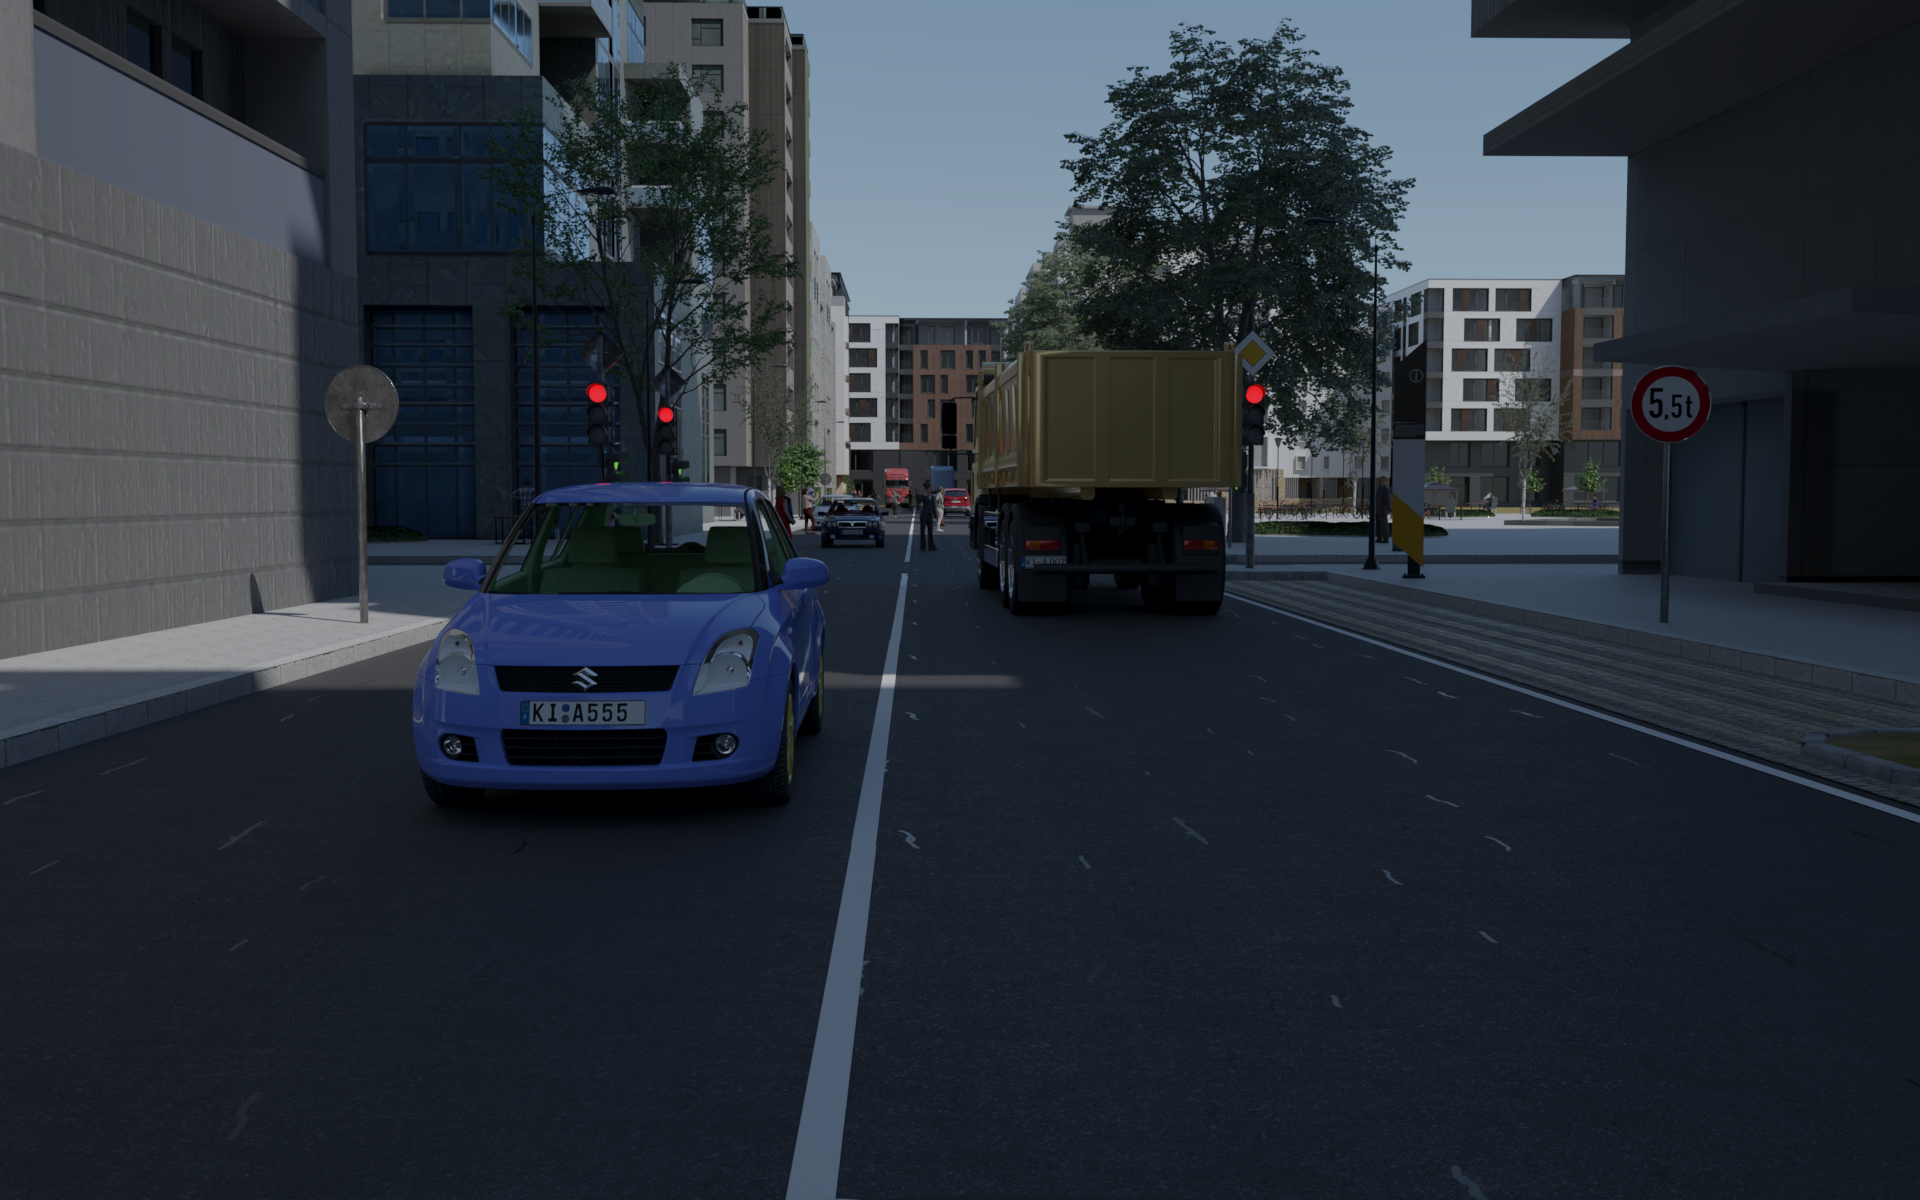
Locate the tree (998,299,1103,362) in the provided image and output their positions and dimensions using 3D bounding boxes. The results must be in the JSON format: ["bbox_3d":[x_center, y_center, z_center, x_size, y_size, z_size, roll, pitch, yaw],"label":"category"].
[{"bbox_3d":[5.540,-11.096,98.435,9.611,12.733,9.660,0,3,0],"label":"tree"}]

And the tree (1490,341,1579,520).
[{"bbox_3d":[27.792,-8.204,84.492,4.360,8.622,3.978,0,3,0],"label":"tree"}]

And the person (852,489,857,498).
[{"bbox_3d":[-10.298,-9.803,167.033,0.721,1.735,1.217,-3,4,-36],"label":"person"}]

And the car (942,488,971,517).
[{"bbox_3d":[-0.339,-6.246,110.795,2.281,1.827,5.304,0,4,-2],"label":"car"}]

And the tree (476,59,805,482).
[{"bbox_3d":[-7.681,-7.159,42.813,9.928,11.665,9.643,0,3,0],"label":"tree"}]

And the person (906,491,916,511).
[{"bbox_3d":[-4.216,-8.508,148.427,0.721,1.723,1.217,-3,5,-44],"label":"person"}]

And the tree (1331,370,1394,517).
[{"bbox_3d":[22.314,-8.963,96.909,4.360,8.622,3.978,0,3,0],"label":"tree"}]

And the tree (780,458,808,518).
[{"bbox_3d":[-9.159,-5.960,92.046,1.663,3.219,1.824,0,3,0],"label":"tree"}]

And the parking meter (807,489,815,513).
[{"bbox_3d":[-7.601,-4.893,88.414,0.372,1.533,0.369,0,3,0],"label":"parking meter"}]

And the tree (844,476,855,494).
[{"bbox_3d":[-10.454,-10.046,158.855,1.663,3.219,1.824,0,3,0],"label":"tree"}]

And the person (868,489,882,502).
[{"bbox_3d":[-7.054,-8.163,141.985,1.348,1.822,0.705,-1,4,-15],"label":"person"}]

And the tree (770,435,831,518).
[{"bbox_3d":[-8.766,-6.827,95.328,4.285,4.588,4.351,0,3,0],"label":"tree"}]

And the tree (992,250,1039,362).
[{"bbox_3d":[6.035,-10.683,81.330,9.857,13.997,8.962,0,3,0],"label":"tree"}]

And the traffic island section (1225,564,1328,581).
[{"bbox_3d":[5.035,-0.469,29.948,2.009,0.180,2.903,0,4,-1],"label":"traffic island section"}]

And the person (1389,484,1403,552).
[{"bbox_3d":[9.841,-1.994,38.767,0.598,1.807,0.434,-3,5,-44],"label":"person"}]

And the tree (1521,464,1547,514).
[{"bbox_3d":[36.885,-7.196,112.253,1.663,3.219,1.824,0,3,0],"label":"tree"}]

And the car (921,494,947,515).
[{"bbox_3d":[-1.731,-6.575,117.284,2.009,1.686,4.222,0,4,-2],"label":"car"}]

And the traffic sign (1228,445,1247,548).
[{"bbox_3d":[6.443,-2.519,41.291,0.768,2.556,0.104,0,4,6],"label":"traffic sign"}]

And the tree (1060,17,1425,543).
[{"bbox_3d":[7.316,-8.508,45.755,9.857,13.997,8.962,0,3,0],"label":"tree"}]

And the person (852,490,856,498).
[{"bbox_3d":[-10.412,-9.947,169.475,0.742,1.727,0.445,3,4,38],"label":"person"}]

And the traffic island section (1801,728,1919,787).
[{"bbox_3d":[5.554,0.848,9.004,1.991,0.108,1.994,0,4,-1],"label":"traffic island section"}]

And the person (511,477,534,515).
[{"bbox_3d":[-11.606,-2.430,46.490,0.841,1.734,0.376,1,4,21],"label":"person"}]

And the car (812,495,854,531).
[{"bbox_3d":[-4.856,-3.453,68.456,2.014,1.417,4.499,0,4,-1],"label":"car"}]

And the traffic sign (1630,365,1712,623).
[{"bbox_3d":[7.029,-1.046,17.210,0.768,2.556,0.104,0,4,7],"label":"traffic sign"}]

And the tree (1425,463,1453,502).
[{"bbox_3d":[29.103,-6.836,106.370,1.663,3.219,1.824,0,3,0],"label":"tree"}]

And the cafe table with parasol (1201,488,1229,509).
[{"bbox_3d":[16.131,-6.361,108.862,2.610,1.966,2.610,-2,4,-29],"label":"cafe table with parasol"}]

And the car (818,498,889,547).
[{"bbox_3d":[-2.929,-2.156,47.833,1.945,1.354,3.894,0,4,-2],"label":"car"}]

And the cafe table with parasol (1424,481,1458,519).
[{"bbox_3d":[24.832,-5.253,90.753,2.610,1.966,2.610,-3,4,-36],"label":"cafe table with parasol"}]

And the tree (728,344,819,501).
[{"bbox_3d":[-8.853,-8.071,82.330,4.360,8.622,3.978,0,3,0],"label":"tree"}]

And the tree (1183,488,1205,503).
[{"bbox_3d":[13.865,-7.316,103.326,4.285,4.588,4.351,0,3,0],"label":"tree"}]

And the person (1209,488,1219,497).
[{"bbox_3d":[10.603,-3.912,72.223,0.590,1.554,0.614,3,5,42],"label":"person"}]

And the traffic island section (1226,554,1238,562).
[{"bbox_3d":[4.837,-0.957,37.931,2.009,0.180,2.903,0,4,-1],"label":"traffic island section"}]

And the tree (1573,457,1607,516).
[{"bbox_3d":[32.170,-5.721,88.141,1.663,3.219,1.824,0,3,0],"label":"tree"}]

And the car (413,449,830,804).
[{"bbox_3d":[-1.633,0.029,9.124,1.945,1.707,3.694,0,4,-1],"label":"car"}]

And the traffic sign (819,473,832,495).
[{"bbox_3d":[-8.060,-6.335,103.683,0.768,2.556,0.104,0,3,0],"label":"traffic sign"}]

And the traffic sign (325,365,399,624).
[{"bbox_3d":[-5.915,-1.040,17.118,0.768,2.556,0.104,0,4,8],"label":"traffic sign"}]

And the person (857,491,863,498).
[{"bbox_3d":[-9.989,-10.115,172.898,0.593,1.643,0.415,0,4,3],"label":"person"}]

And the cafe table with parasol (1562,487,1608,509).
[{"bbox_3d":[36.124,-5.827,100.138,2.610,1.966,2.610,-3,5,-40],"label":"cafe table with parasol"}]

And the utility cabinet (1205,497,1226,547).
[{"bbox_3d":[6.211,-1.890,42.060,0.306,1.237,1.020,0,4,-5],"label":"utility cabinet"}]

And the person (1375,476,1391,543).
[{"bbox_3d":[10.998,-2.364,45.254,0.434,1.755,0.990,-1,4,-9],"label":"person"}]

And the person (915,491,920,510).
[{"bbox_3d":[-3.761,-8.916,155.201,0.541,1.710,0.530,-2,4,-24],"label":"person"}]
